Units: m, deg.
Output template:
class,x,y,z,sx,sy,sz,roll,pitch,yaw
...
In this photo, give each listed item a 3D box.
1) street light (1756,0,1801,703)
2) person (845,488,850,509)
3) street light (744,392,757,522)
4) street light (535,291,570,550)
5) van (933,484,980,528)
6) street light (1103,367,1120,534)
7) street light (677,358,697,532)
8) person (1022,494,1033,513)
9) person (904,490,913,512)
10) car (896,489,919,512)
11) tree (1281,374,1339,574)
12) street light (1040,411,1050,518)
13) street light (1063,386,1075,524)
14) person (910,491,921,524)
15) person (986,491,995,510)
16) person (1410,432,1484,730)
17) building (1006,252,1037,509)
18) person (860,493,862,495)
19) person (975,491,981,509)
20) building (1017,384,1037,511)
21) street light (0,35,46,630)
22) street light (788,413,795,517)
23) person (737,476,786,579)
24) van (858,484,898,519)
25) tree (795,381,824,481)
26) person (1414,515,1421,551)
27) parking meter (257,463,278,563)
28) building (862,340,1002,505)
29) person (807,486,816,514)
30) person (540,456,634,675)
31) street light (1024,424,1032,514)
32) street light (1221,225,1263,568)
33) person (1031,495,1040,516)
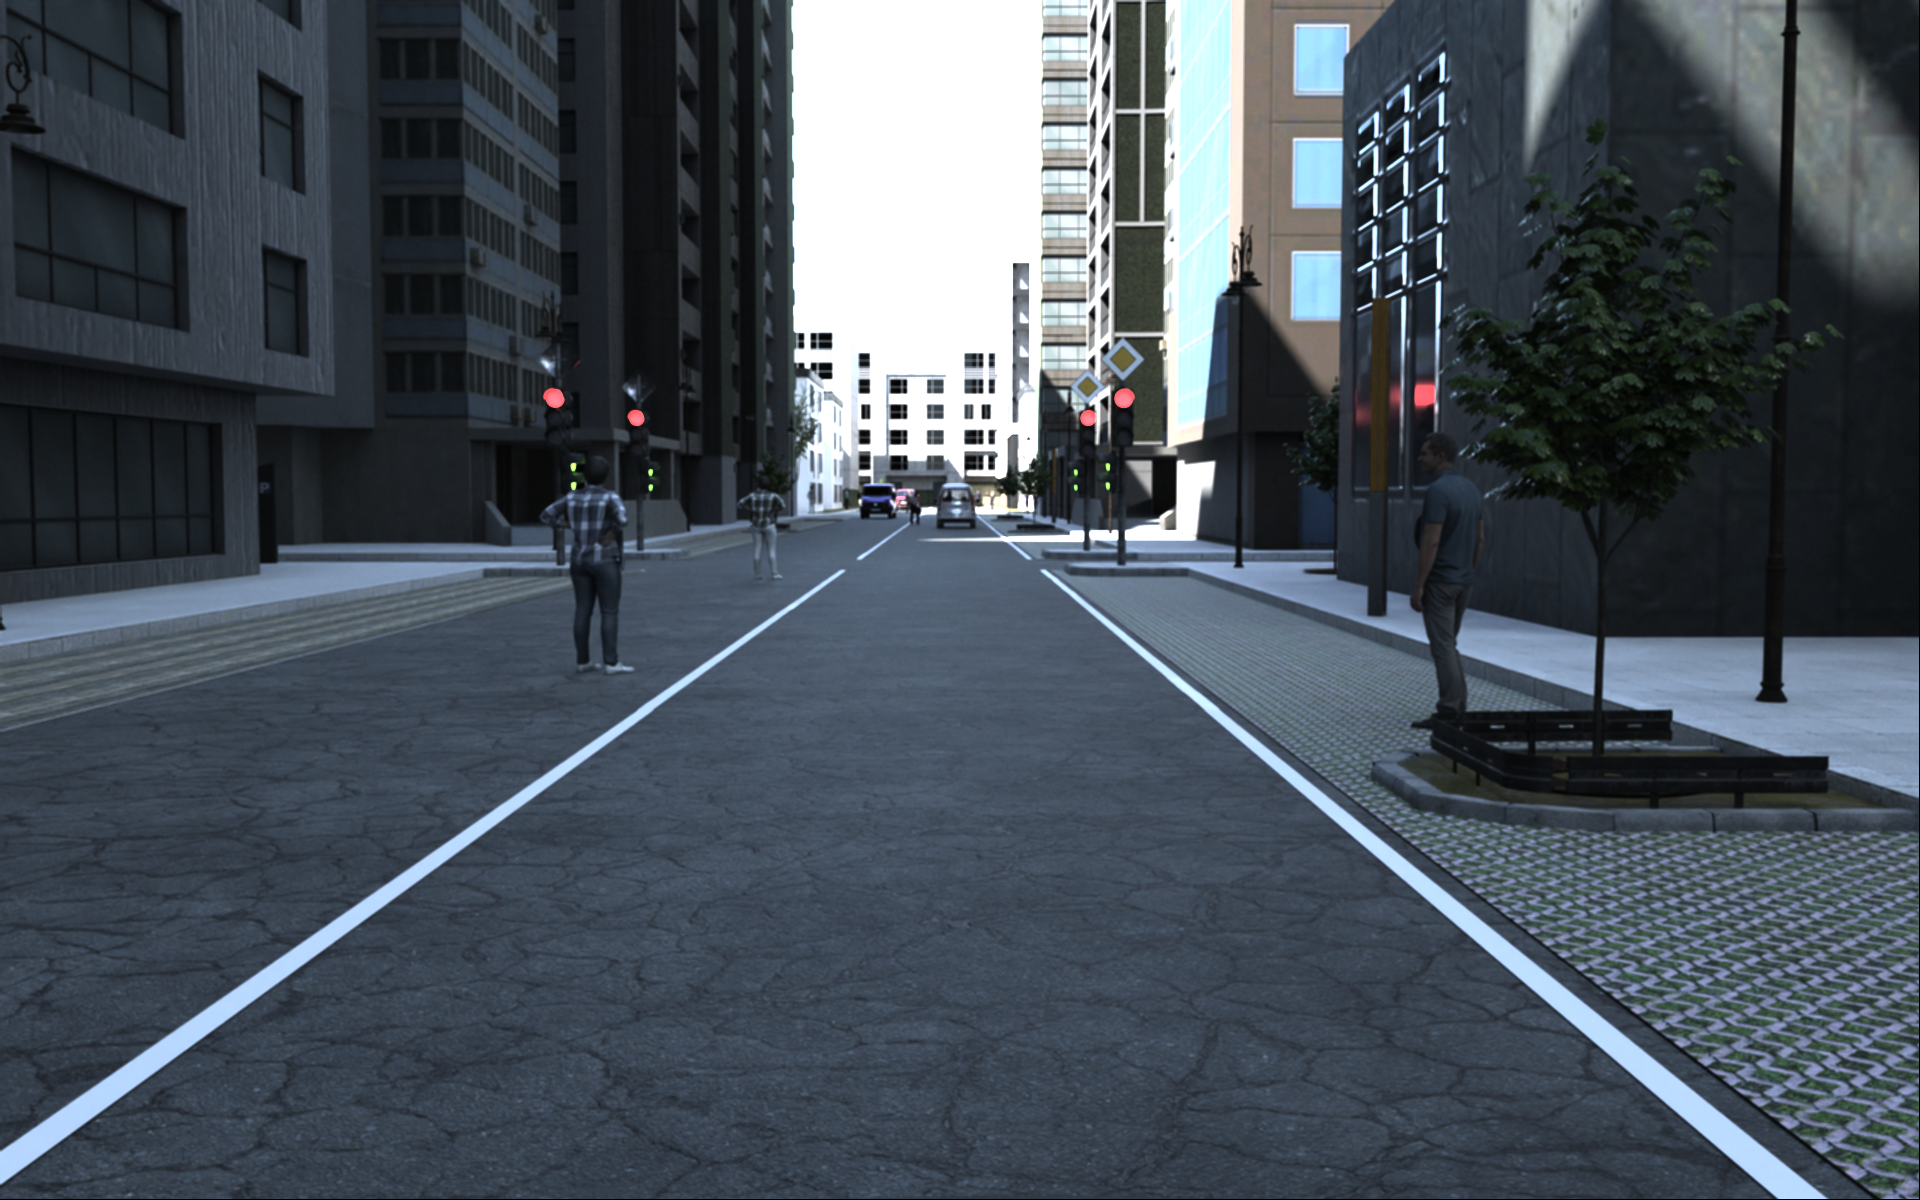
class,x,y,z,sx,sy,sz,roll,pitch,yaw
street light,5.027,-2.310,10.549,0.468,5.910,1.993,0,4,0
person,-9.644,-8.686,148.048,0.705,1.826,1.348,-1,4,-12
street light,-9.502,-6.481,78.756,0.468,5.910,1.993,0,4,0
street light,-9.260,-4.082,39.523,0.468,5.910,1.993,0,4,0
van,-0.142,-4.094,73.954,2.013,2.044,4.112,0,4,1
street light,4.797,-5.033,55.081,0.468,5.910,1.993,0,4,0
street light,-9.323,-5.287,59.235,0.468,5.910,1.993,0,4,0
person,4.557,-6.599,117.166,0.991,1.433,0.599,-3,4,-36
person,-3.931,-7.660,134.289,0.990,1.755,0.434,2,4,34
car,-4.394,-8.016,139.732,2.281,1.827,5.304,0,4,1
tree,5.964,-2.042,27.985,1.663,3.219,1.824,0,3,0
street light,4.610,-7.422,94.136,0.468,5.910,1.993,0,4,0
street light,4.705,-6.227,74.603,0.468,5.910,1.993,0,4,0
person,-2.082,-4.346,81.763,0.614,1.554,0.590,-2,4,-27
person,2.639,-8.507,148.385,0.742,1.727,0.445,-1,4,-15
person,2.930,-0.117,10.535,0.598,1.807,0.434,-2,4,-35
building,18.206,-19.484,162.532,27.936,21.610,32.646,0,4,0
person,-9.982,-10.599,179.850,1.217,1.766,0.721,0,4,-3
person,1.630,-9.564,165.320,0.683,1.767,0.568,-1,4,-21
building,9.406,-11.592,131.684,9.099,9.664,28.070,0,4,0
street light,-9.098,-2.652,16.149,0.468,5.910,1.993,0,4,0
street light,-9.555,-7.675,98.279,0.468,5.910,1.993,0,4,0
person,-3.302,-1.219,29.146,0.841,1.734,0.376,1,4,14
van,-4.820,-6.015,102.723,2.240,2.365,5.245,0,4,1
tree,-10.820,-9.895,112.147,4.737,8.622,4.395,0,3,0
person,5.074,-0.554,18.328,0.421,1.427,0.697,0,4,-4
parking meter,-12.884,-1.615,32.111,0.399,1.863,0.255,-1,4,-15
building,-1.262,-20.806,206.630,31.486,18.905,16.747,0,4,0
person,-9.561,-6.441,111.507,0.875,1.805,0.789,-2,4,-32
person,-2.930,-0.285,13.880,0.841,1.734,0.376,2,4,30
street light,4.484,-8.617,113.671,0.468,5.910,1.993,0,4,0
street light,4.868,-3.504,30.071,0.468,5.910,1.993,0,4,0
person,4.307,-5.484,98.935,0.726,1.435,0.776,0,4,5
